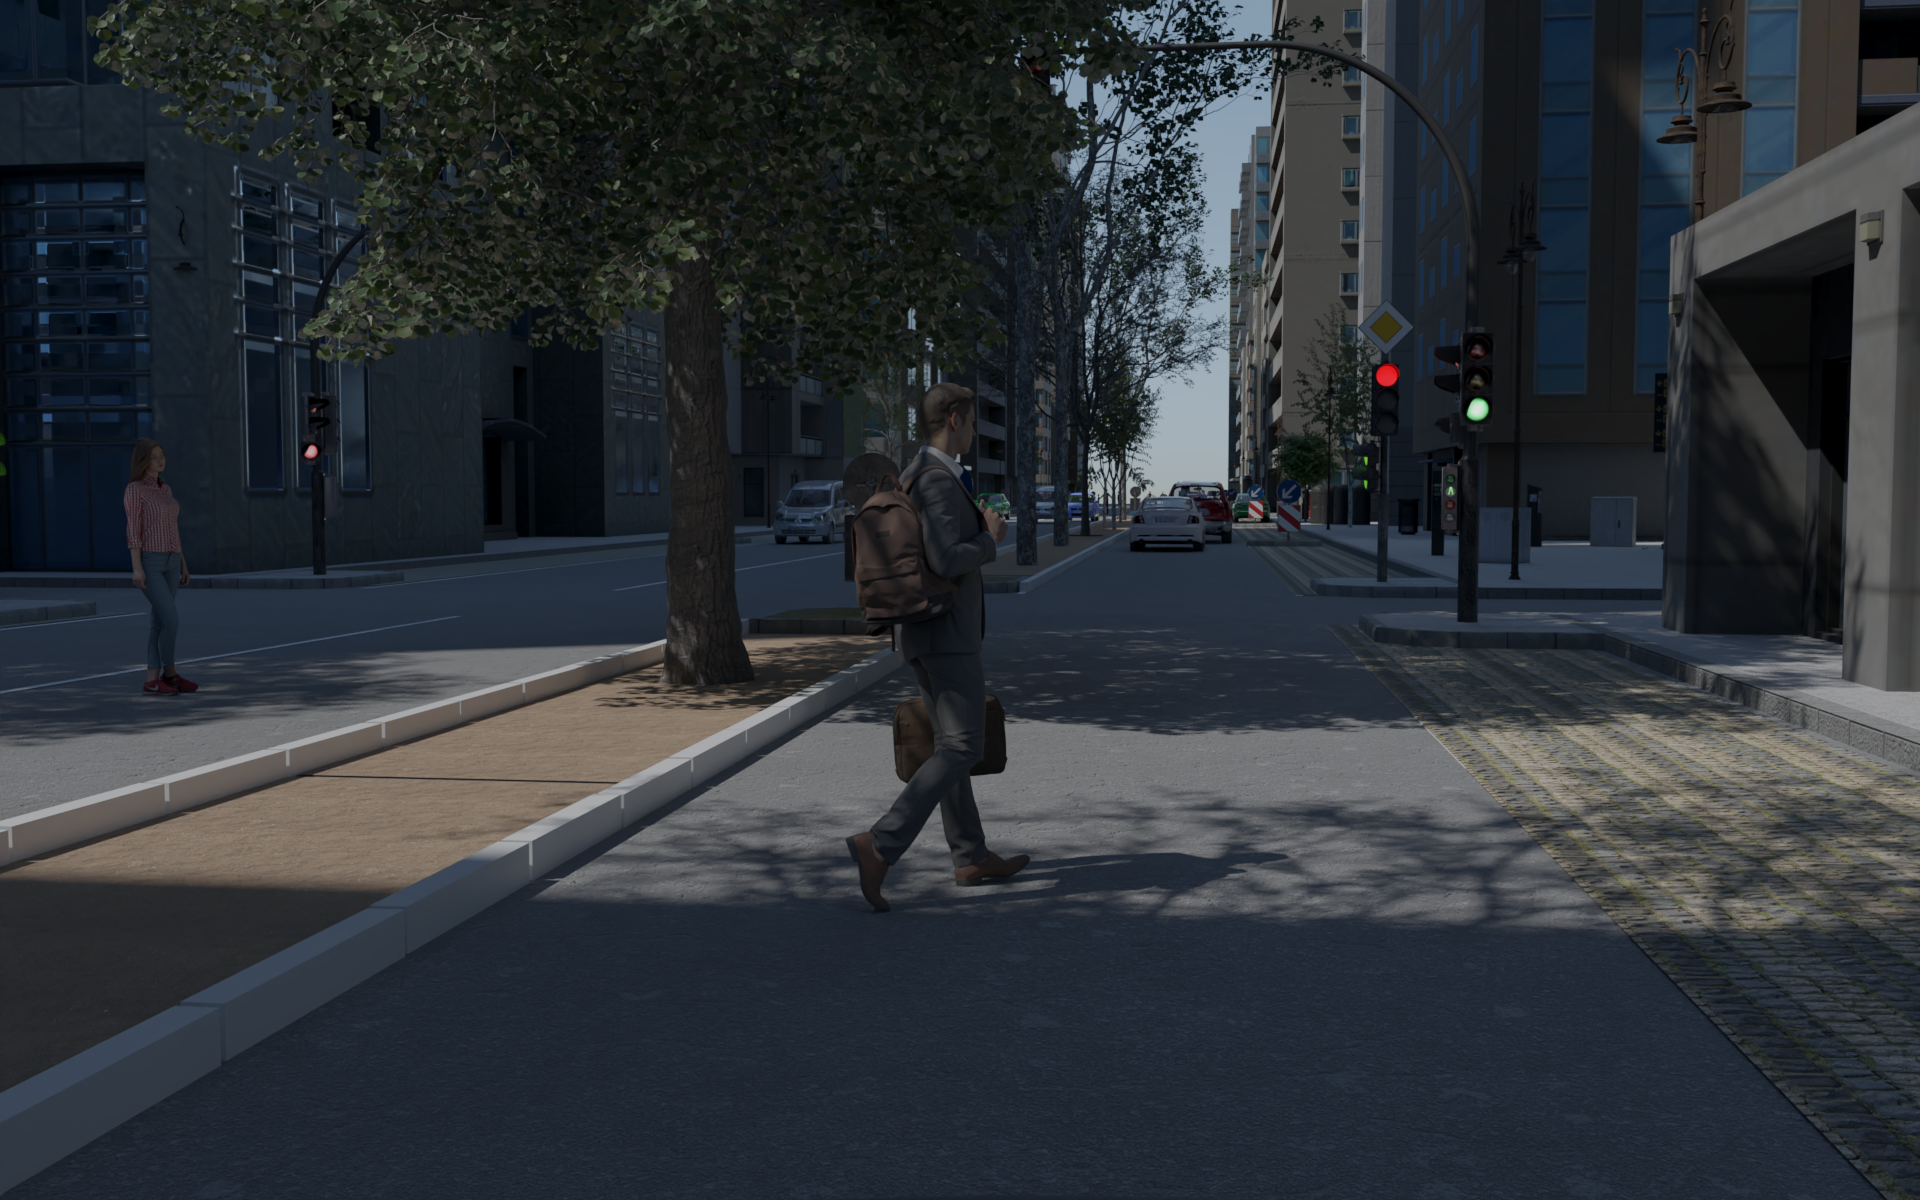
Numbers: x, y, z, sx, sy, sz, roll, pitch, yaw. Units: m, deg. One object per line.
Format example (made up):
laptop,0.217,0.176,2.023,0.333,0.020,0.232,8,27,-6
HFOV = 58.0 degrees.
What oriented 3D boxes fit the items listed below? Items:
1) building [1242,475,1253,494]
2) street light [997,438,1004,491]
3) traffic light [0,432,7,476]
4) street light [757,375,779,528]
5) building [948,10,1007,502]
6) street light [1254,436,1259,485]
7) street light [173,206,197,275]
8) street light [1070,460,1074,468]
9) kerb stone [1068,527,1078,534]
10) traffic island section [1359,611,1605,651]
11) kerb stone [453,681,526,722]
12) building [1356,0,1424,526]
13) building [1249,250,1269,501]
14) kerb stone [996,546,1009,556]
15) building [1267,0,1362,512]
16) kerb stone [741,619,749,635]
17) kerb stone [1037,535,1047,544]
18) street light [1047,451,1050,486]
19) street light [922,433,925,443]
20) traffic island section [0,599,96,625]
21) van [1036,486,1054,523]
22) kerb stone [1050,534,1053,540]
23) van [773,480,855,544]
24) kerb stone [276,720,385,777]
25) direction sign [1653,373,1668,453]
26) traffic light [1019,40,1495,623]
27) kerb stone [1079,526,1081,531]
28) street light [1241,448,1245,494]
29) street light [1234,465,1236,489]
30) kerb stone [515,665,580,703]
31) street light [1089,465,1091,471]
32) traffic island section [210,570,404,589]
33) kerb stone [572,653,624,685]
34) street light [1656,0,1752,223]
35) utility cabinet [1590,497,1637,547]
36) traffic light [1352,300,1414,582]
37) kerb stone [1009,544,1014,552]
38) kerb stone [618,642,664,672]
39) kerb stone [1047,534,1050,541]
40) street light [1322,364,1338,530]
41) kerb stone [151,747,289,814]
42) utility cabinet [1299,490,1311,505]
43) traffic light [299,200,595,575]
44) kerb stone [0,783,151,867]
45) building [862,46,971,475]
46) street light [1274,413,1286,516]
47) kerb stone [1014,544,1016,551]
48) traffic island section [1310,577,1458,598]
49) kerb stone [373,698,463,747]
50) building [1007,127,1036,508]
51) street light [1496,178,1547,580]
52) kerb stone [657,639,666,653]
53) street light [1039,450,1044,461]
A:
building,42.770,-28.657,160.419,32.217,40.220,23.993,0,4,8
street light,3.259,-10.264,140.609,0.468,5.910,1.993,0,4,8
traffic light,-11.244,-1.870,19.495,0.839,4.253,0.868,0,4,8
street light,-7.238,-5.666,65.424,0.468,5.910,1.993,0,4,8
building,-7.816,-31.845,144.362,21.300,48.544,21.600,0,4,8
street light,23.717,-10.149,138.721,0.468,5.910,1.993,0,4,8
street light,-12.067,-3.385,28.133,0.468,5.910,1.993,0,4,8
street light,14.393,-15.263,222.335,0.468,5.910,1.993,0,4,8
kerb stone,4.199,-2.594,64.612,0.120,0.150,1.000,0,4,8
traffic island section,5.107,0.299,17.398,2.009,0.180,2.903,0,4,8
kerb stone,-3.094,0.670,11.270,0.120,0.150,1.000,0,4,8
building,29.445,-32.909,80.056,21.231,58.520,28.212,0,4,8
building,37.280,-17.741,135.097,27.650,21.520,28.899,0,4,8
kerb stone,1.001,-1.159,41.230,0.120,0.150,1.000,0,4,8
building,30.887,-29.720,109.626,21.300,48.544,21.600,0,4,8
kerb stone,-2.259,0.296,17.351,0.120,0.150,1.000,0,4,8
kerb stone,2.397,-1.786,51.401,0.120,0.150,1.000,0,4,8
street light,9.517,-13.050,186.155,0.468,5.910,1.993,0,4,8
street light,-1.777,-8.012,103.778,0.468,5.910,1.993,0,4,8
traffic island section,-11.282,0.162,19.635,2.009,0.180,2.903,0,4,8
van,4.208,-4.720,84.186,2.013,2.044,4.112,1,4,9
kerb stone,2.675,-1.911,53.441,0.120,0.150,1.000,0,4,8
van,-4.248,-2.679,50.814,2.013,2.044,4.112,1,4,9
kerb stone,-3.370,0.796,9.227,0.120,0.150,1.000,0,4,8
direction sign,13.403,-2.467,32.326,0.876,3.537,0.379,2,4,29
traffic light,2.984,-2.616,17.431,4.771,5.953,1.251,0,4,8
kerb stone,4.474,-2.718,66.640,0.120,0.150,1.000,0,4,8
street light,30.134,-12.950,184.515,0.468,5.910,1.993,0,4,8
street light,34.995,-15.163,220.696,0.468,5.910,1.993,0,4,8
kerb stone,-2.950,0.606,12.282,0.120,0.150,1.000,0,4,8
street light,19.396,-17.487,258.695,0.468,5.910,1.993,0,4,8
traffic island section,-10.200,-0.322,27.547,2.009,0.180,2.903,0,4,8
kerb stone,-2.823,0.544,13.296,0.120,0.150,1.000,0,4,8
street light,7.083,-2.683,16.648,0.468,5.910,1.993,0,4,8
utility cabinet,15.886,-1.894,42.124,1.020,1.237,0.306,3,5,41
traffic light,6.150,-2.219,25.201,0.839,4.253,0.868,0,4,8
kerb stone,1.139,-1.226,42.245,0.120,0.150,1.000,0,4,8
kerb stone,-2.674,0.485,14.311,0.120,0.150,1.000,0,4,8
kerb stone,2.532,-1.846,52.414,0.120,0.150,1.000,0,4,8
street light,13.213,-5.455,61.969,0.468,5.910,1.993,0,4,8
kerb stone,-3.510,0.858,8.208,0.120,0.150,1.000,0,4,8
utility cabinet,19.587,-5.433,97.504,1.173,1.500,0.318,2,4,27
traffic light,-8.077,-3.210,27.159,4.771,5.953,1.251,0,4,8
kerb stone,-3.650,0.918,7.188,0.120,0.150,1.000,0,4,8
building,-12.103,-30.495,118.205,23.786,49.044,30.456,0,4,8
street light,18.841,-7.936,102.541,0.468,5.910,1.993,0,4,8
kerb stone,1.281,-1.288,43.257,0.120,0.150,1.000,0,4,8
traffic island section,6.189,-0.185,25.310,2.009,0.180,2.903,0,4,8
kerb stone,-3.226,0.731,10.248,0.120,0.150,1.000,0,4,8
building,-0.496,-29.302,162.681,14.154,41.232,14.086,0,4,8
street light,8.316,-3.242,25.792,0.468,5.910,1.993,0,4,8
kerb stone,-2.538,0.420,15.324,0.120,0.150,1.000,0,4,8
street light,8.277,-12.478,176.801,0.468,5.910,1.993,0,4,8
